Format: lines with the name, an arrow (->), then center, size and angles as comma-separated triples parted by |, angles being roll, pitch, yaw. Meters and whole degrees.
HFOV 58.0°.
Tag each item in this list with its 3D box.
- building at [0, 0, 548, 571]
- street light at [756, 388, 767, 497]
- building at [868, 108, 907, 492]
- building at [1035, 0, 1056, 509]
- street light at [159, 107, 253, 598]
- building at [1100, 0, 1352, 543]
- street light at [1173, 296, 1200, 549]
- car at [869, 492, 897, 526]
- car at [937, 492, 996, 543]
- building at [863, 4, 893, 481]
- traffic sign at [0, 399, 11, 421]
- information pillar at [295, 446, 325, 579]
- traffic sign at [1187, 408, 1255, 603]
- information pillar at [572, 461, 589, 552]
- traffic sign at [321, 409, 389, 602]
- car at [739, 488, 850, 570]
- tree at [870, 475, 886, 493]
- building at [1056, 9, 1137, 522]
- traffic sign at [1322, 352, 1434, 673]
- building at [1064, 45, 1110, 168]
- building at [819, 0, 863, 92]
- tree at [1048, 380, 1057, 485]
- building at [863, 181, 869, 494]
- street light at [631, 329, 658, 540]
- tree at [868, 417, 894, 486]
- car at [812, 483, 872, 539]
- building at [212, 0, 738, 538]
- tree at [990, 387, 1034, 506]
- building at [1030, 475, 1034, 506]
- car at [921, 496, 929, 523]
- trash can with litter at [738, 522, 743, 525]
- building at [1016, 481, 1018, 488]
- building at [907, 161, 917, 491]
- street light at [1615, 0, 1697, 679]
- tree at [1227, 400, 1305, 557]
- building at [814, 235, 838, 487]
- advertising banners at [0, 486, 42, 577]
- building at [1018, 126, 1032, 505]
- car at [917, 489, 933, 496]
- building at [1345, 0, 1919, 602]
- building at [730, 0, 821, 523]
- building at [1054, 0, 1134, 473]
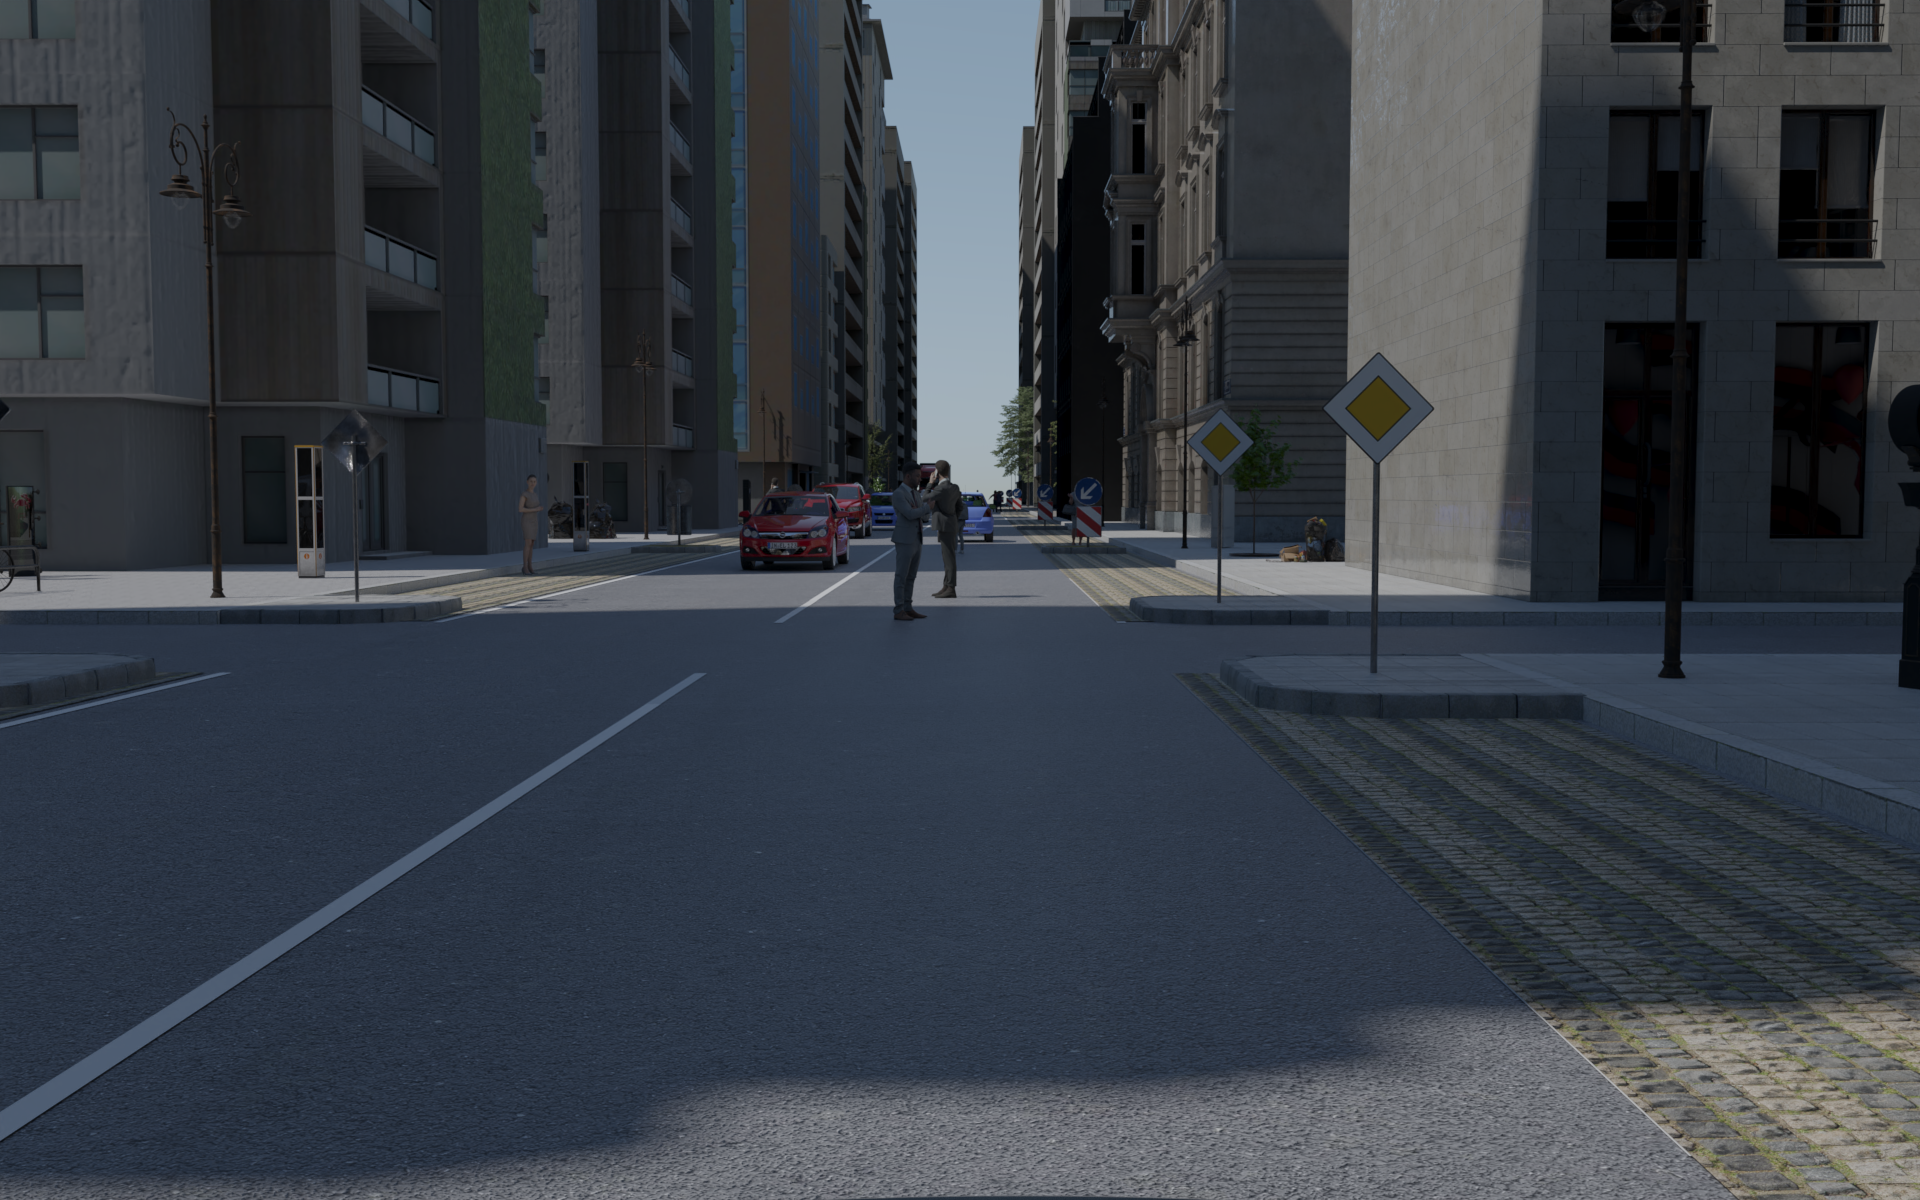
building -> -16.972, -21.404, 33.543 | 14.154, 41.232, 14.086 | 0, 4, 1
street light -> -8.577, -6.302, 75.825 | 0.468, 5.910, 1.993 | 0, 4, 1
building -> -18.087, -36.334, 217.768 | 21.300, 48.544, 21.600 | 0, 4, 1
building -> 17.845, -32.803, 160.023 | 21.300, 48.544, 21.600 | 0, 4, 1
street light -> -9.185, -2.964, 21.257 | 0.468, 5.910, 1.993 | 0, 4, 1
building -> 12.394, -14.848, 61.849 | 14.460, 24.649, 34.723 | 0, 4, 1
street light -> 5.291, -4.149, 40.618 | 0.468, 5.910, 1.993 | 0, 4, 1
car -> -2.967, -3.654, 69.337 | 1.945, 1.707, 3.694 | 0, 3, 0
car -> 0.141, -2.626, 52.523 | 1.945, 1.707, 3.694 | 0, 4, -1
building -> -22.300, -36.907, 192.666 | 28.713, 52.752, 27.495 | 0, 4, 1
traffic sign -> -7.229, -0.541, 12.487 | 0.795, 2.450, 0.064 | 0, 4, 1
information pillar -> -9.895, -1.339, 26.377 | 0.304, 2.012, 0.304 | 0, 4, 6
traffic sign -> 3.049, -1.021, 20.342 | 0.795, 2.450, 0.064 | 0, 4, 1
information pillar -> -8.452, -2.086, 38.605 | 0.304, 2.012, 0.304 | 0, 4, 1
traffic sign -> -7.144, -1.029, 20.471 | 0.795, 2.450, 0.064 | 0, 4, 1
car -> -3.215, -1.535, 34.135 | 2.155, 1.783, 4.494 | 0, 4, 2
tree -> -8.102, -10.875, 172.406 | 1.663, 3.219, 1.824 | 0, 3, 0
building -> 11.415, -15.774, 87.575 | 12.332, 23.373, 15.834 | 0, 4, 1
traffic sign -> 2.964, -0.533, 12.358 | 0.795, 2.450, 0.064 | 0, 4, 1
building -> 13.834, -21.018, 115.351 | 14.160, 30.474, 14.107 | 0, 4, 1
building -> -18.862, -31.251, 134.660 | 21.300, 48.544, 21.600 | 0, 4, 1
tree -> 7.126, -9.435, 104.625 | 4.737, 8.622, 4.395 | 0, 3, 0
building -> -15.588, -23.346, 153.414 | 14.160, 30.474, 14.107 | 0, 4, 1
street light -> -8.833, -4.638, 48.612 | 0.468, 5.910, 1.993 | 0, 4, 1
tree -> -8.623, -13.205, 166.263 | 4.737, 8.622, 4.395 | 0, 3, 0
car -> -4.036, -2.966, 57.169 | 2.281, 1.827, 5.304 | 0, 4, 1
building -> -15.809, -23.025, 60.060 | 14.154, 41.232, 14.086 | 0, 4, 1
tree -> 7.025, -16.203, 183.051 | 7.486, 12.596, 7.792 | 0, 3, 0
building -> 18.306, -46.343, 195.955 | 20.563, 71.187, 20.611 | 0, 4, 1
car -> -2.537, -4.583, 87.286 | 2.083, 1.381, 4.827 | 0, 4, 1
trash can with litter -> -9.410, -3.701, 71.562 | 1.678, 1.210, 2.233 | -1, 4, -16
building -> 24.004, -33.611, 241.415 | 32.217, 40.220, 23.993 | 0, 4, 1
building -> -16.940, -37.664, 239.506 | 21.300, 48.544, 21.600 | 0, 4, 1
street light -> 4.979, -2.394, 11.936 | 0.468, 5.910, 1.993 | 0, 4, 1
tree -> 5.972, -2.506, 35.580 | 1.663, 3.219, 1.824 | 0, 3, 0
building -> -22.763, -16.225, 110.322 | 27.650, 21.520, 28.899 | 0, 4, 1
advertising banners -> -14.863, -1.833, 26.152 | 0.090, 3.025, 2.074 | 2, 4, 25
building -> 18.260, -36.332, 217.728 | 21.300, 48.544, 21.600 | 0, 4, 1
car -> -2.931, -8.302, 144.403 | 2.281, 1.827, 5.304 | 0, 4, 1
building -> 15.219, -10.412, 24.986 | 16.860, 20.320, 10.420 | 0, 4, 1
building -> -14.209, -26.417, 82.021 | 14.600, 45.320, 14.200 | 0, 4, 1
building -> 21.380, -33.402, 135.354 | 28.713, 52.752, 27.495 | 0, 4, 1
